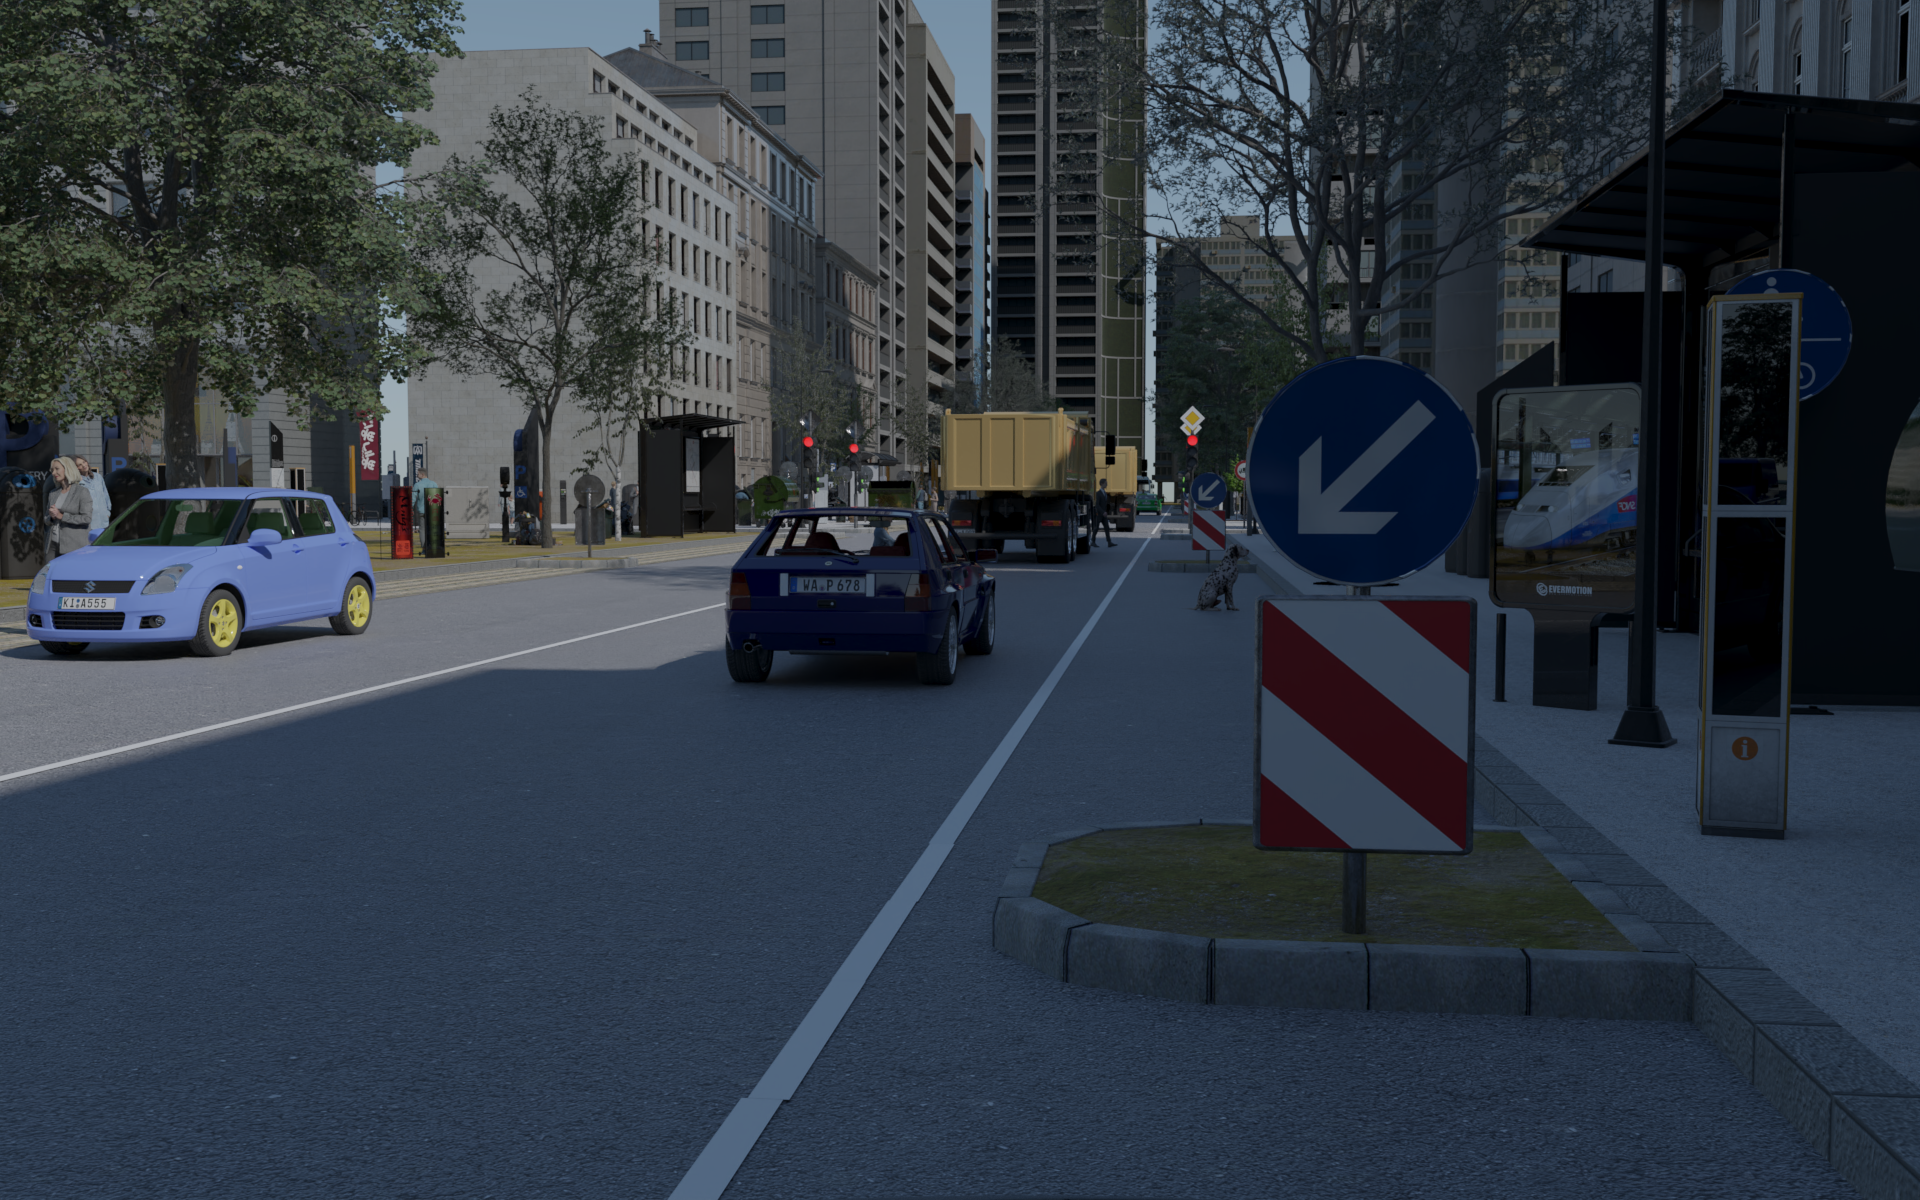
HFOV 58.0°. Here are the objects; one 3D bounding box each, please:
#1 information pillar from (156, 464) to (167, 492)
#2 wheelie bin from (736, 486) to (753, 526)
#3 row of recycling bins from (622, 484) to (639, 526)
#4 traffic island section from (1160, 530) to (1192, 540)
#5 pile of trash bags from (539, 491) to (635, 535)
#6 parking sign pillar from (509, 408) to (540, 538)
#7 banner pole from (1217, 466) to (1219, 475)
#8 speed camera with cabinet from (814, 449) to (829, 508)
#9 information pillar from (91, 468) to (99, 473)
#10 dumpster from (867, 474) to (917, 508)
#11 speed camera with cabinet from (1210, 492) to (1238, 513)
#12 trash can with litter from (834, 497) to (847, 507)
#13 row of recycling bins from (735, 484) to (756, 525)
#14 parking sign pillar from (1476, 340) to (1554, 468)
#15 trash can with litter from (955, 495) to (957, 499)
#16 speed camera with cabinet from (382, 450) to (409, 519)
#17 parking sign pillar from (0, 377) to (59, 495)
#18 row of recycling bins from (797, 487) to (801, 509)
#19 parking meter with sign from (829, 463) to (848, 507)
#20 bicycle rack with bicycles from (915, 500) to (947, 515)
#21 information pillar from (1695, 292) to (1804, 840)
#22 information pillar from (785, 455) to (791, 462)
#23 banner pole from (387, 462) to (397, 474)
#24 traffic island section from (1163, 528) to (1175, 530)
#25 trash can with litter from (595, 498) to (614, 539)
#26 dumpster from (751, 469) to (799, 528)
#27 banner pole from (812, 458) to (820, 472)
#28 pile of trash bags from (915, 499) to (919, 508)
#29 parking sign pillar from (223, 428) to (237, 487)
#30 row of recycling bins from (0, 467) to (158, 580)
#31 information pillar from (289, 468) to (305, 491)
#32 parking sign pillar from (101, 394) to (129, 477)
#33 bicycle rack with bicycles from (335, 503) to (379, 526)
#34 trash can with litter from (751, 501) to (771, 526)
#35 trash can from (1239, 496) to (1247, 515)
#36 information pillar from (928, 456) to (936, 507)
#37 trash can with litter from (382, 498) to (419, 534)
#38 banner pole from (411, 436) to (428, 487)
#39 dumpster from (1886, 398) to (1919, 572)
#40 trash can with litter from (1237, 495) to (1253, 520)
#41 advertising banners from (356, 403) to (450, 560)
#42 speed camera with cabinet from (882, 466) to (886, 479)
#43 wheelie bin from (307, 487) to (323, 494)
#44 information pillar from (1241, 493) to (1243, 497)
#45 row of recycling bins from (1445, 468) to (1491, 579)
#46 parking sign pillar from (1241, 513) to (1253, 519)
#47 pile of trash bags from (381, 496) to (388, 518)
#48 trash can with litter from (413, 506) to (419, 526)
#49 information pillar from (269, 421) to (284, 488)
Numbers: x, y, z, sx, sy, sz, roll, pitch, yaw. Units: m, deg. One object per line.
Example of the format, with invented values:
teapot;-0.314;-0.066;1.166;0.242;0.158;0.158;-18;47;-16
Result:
information pillar;-19.313;-2.302;42.133;0.304;2.012;0.304;0;4;1
wheelie bin;-8.702;-3.796;69.967;0.693;1.594;0.980;0;4;-3
row of recycling bins;-12.991;-3.911;71.061;1.069;1.692;3.534;1;4;11
traffic island section;7.421;-2.021;55.323;2.009;0.180;2.903;0;4;7
pile of trash bags;-11.973;-2.769;55.023;3.447;1.369;1.912;0;4;4
parking sign pillar;-12.874;-3.851;51.440;1.447;3.967;1.447;0;4;1
banner pole;18.057;-8.020;121.152;0.401;3.779;0.863;0;4;4
speed camera with cabinet;-6.049;-4.977;75.705;0.660;3.252;2.038;0;4;-3
information pillar;-24.038;-2.664;48.049;0.304;2.012;0.304;-2;4;-26
dumpster;-2.849;-4.108;72.116;1.985;2.255;1.502;0;4;6
speed camera with cabinet;18.166;-7.671;119.749;2.038;3.252;0.660;0;4;2
trash can with litter;-5.089;-4.037;77.392;1.055;1.170;0.624;0;4;-4
row of recycling bins;-10.064;-4.032;73.030;3.534;1.692;1.069;0;4;0
parking sign pillar;9.908;-2.596;30.922;1.447;3.967;1.447;2;4;28
trash can with litter;-0.146;-7.715;137.204;1.678;1.210;2.233;-2;4;-31
speed camera with cabinet;-25.644;-5.191;79.209;0.660;3.252;2.038;1;4;12
parking sign pillar;-19.912;-2.958;36.831;1.447;3.967;1.447;-1;4;-13
row of recycling bins;-9.207;-5.156;91.413;1.069;1.692;3.534;1;4;18
parking meter with sign;-6.466;-6.165;97.052;1.738;3.016;0.543;2;4;32
bicycle rack with bicycles;-1.927;-5.844;108.933;2.925;0.926;2.852;1;4;15
information pillar;2.970;-0.125;6.539;0.304;2.012;0.304;1;4;20
information pillar;-10.176;-6.800;102.528;0.504;3.616;0.183;3;5;44
banner pole;-43.878;-8.810;134.052;0.863;3.779;0.401;-1;4;-13
traffic island section;8.425;-2.505;63.245;2.009;0.180;2.903;0;4;7
trash can with litter;-10.406;-2.323;49.364;1.055;1.170;0.624;-1;4;-11
dumpster;-7.073;-3.889;66.084;1.502;2.255;1.985;0;4;7
banner pole;-9.070;-7.142;106.792;0.863;3.779;0.401;-1;4;-19
pile of trash bags;-3.236;-6.306;112.851;1.912;1.369;3.447;0;4;4
parking sign pillar;-30.274;-5.095;71.773;1.447;3.967;1.447;-2;4;-25
row of recycling bins;-14.041;-1.186;26.503;1.069;1.692;3.534;2;4;34
information pillar;-18.567;-2.696;48.566;0.304;2.012;0.304;2;4;33
parking sign pillar;-19.460;-3.148;39.948;1.447;3.967;1.447;-2;4;-31
bicycle rack with bicycles;-24.735;-3.448;69.760;2.852;0.926;2.925;-3;5;-43
trash can with litter;-7.903;-3.554;69.501;0.624;1.170;1.055;1;4;17
trash can;16.897;-5.558;102.521;0.748;1.137;0.748;0;3;0
information pillar;-1.675;-7.017;106.078;0.504;3.616;0.183;-1;4;-11
trash can with litter;-18.138;-2.815;57.075;1.678;1.210;2.233;3;5;44
banner pole;-23.369;-5.212;75.234;0.863;3.779;0.401;0;3;0
dumpster;4.275;-0.203;5.807;1.502;2.255;1.985;0;4;7
trash can with litter;15.103;-4.600;86.260;1.678;1.210;2.233;2;4;28
advertising banners;-10.931;-2.310;33.951;0.090;3.025;2.074;3;4;38
speed camera with cabinet;-4.136;-5.912;91.000;0.660;3.252;2.038;0;4;3
wheelie bin;-28.605;-4.210;76.736;0.980;1.594;0.693;-2;4;-33
information pillar;18.012;-7.297;110.659;0.183;3.616;0.504;0;4;8
row of recycling bins;8.314;-1.213;26.945;1.069;1.692;3.534;0;4;2
parking sign pillar;15.303;-6.190;89.677;1.447;3.967;1.447;2;4;28
pile of trash bags;-31.529;-5.279;96.059;1.912;1.369;3.447;-1;4;-18
trash can with litter;-21.448;-3.516;68.865;1.055;1.170;0.624;0;4;-4
information pillar;-21.862;-3.918;55.408;0.183;3.616;0.504;2;4;29
